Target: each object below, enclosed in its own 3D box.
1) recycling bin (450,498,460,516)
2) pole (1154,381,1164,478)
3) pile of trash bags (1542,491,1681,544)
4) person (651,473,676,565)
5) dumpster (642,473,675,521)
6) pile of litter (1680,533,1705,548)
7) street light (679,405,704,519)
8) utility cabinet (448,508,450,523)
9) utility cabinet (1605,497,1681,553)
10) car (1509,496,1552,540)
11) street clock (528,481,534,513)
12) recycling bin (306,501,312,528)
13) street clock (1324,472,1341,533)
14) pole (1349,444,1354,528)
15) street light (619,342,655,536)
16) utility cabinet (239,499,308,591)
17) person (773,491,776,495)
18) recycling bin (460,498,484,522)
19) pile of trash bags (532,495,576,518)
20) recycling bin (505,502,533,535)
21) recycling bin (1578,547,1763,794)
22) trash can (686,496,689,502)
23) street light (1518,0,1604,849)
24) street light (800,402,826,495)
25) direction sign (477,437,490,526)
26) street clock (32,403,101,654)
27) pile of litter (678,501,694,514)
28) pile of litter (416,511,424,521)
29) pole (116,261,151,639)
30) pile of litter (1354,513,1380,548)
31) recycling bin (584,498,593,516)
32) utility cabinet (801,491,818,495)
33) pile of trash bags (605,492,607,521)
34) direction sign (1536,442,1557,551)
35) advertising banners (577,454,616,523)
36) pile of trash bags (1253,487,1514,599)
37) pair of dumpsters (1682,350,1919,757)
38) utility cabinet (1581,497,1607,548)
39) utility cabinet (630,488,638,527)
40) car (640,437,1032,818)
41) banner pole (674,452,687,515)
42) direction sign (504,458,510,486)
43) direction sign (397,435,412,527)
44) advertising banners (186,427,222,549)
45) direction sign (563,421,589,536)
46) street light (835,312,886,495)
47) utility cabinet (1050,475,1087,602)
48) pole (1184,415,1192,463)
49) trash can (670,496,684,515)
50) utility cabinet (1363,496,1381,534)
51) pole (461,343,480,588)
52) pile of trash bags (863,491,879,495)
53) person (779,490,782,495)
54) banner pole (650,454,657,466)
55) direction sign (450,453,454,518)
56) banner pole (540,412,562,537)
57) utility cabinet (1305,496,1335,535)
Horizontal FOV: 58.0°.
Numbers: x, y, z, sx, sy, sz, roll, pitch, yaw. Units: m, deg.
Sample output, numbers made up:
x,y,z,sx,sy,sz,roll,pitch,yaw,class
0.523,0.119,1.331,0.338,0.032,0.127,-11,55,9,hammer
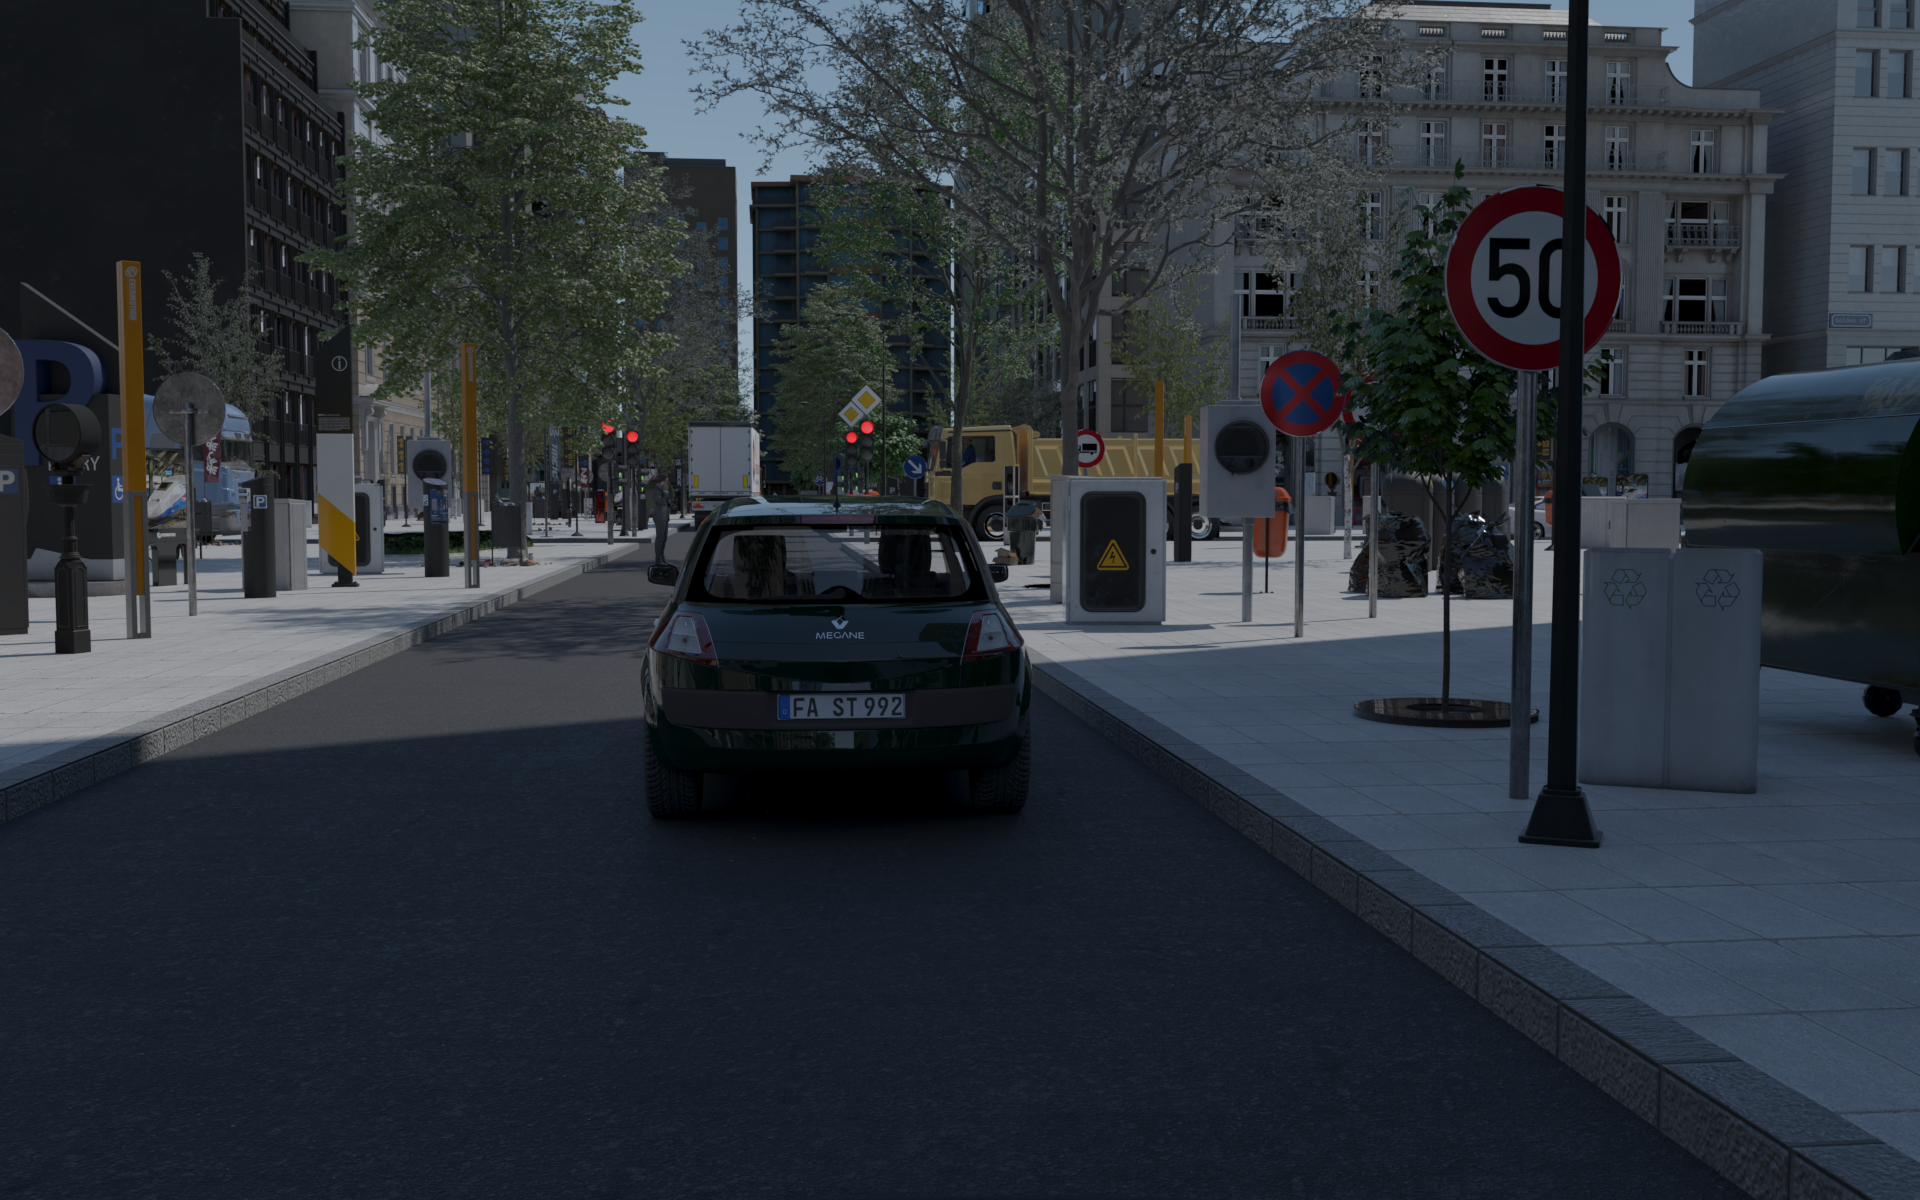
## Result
x,y,z,sx,sy,sz,roll,pitch,yaw,class
-29.509,-5.408,100.976,0.722,1.027,0.722,-2,4,-27,recycling bin
3.595,-2.291,31.302,0.158,3.312,0.155,0,3,0,pole
17.253,-2.213,45.930,3.447,1.369,1.912,1,4,15,pile of trash bags
-5.881,-1.603,34.516,0.447,1.846,0.655,0,4,5,person
-13.852,-4.694,79.242,1.502,2.255,1.985,0,4,-6,dumpster
10.138,-0.638,24.397,1.719,0.858,1.176,-1,4,-13,pile of litter
-14.027,-7.227,90.694,1.470,5.913,1.316,0,4,-6,street light
-22.908,-3.976,76.168,1.020,1.237,0.306,2,4,25,utility cabinet
8.988,-0.709,22.749,1.020,1.237,0.306,-2,4,-28,utility cabinet
17.910,-2.390,51.435,4.827,1.381,2.083,0,4,-6,car
-24.267,-5.725,98.180,0.358,2.002,0.471,1,4,18,street clock
-25.205,-3.268,65.984,0.722,1.027,0.722,3,5,41,recycling bin
12.277,-3.215,57.132,0.471,2.002,0.358,3,4,38,street clock
14.715,-4.365,65.203,0.158,3.312,0.155,0,3,0,pole
-9.664,-4.892,52.521,1.470,5.913,1.316,0,4,-6,street light
-9.219,-0.741,23.281,1.020,1.237,0.306,2,4,31,utility cabinet
-19.746,-10.668,183.714,1.217,1.735,0.721,3,4,37,person
-22.097,-4.044,78.675,0.722,1.027,0.722,1,4,12,recycling bin
-22.116,-5.007,91.618,3.447,1.369,1.912,-2,4,-26,pile of trash bags
-13.834,-2.552,54.274,0.722,1.027,0.722,-2,4,-27,recycling bin
3.206,0.289,7.822,0.722,1.027,0.722,1,4,23,recycling bin
-18.067,-6.220,113.354,0.748,1.137,0.748,0,3,0,trash can
1.696,-2.059,6.205,1.470,5.913,1.316,0,4,-6,street light
-7.370,-7.029,87.473,1.470,5.913,1.316,0,4,-6,street light
-19.147,-4.714,69.065,0.876,3.537,0.379,-3,5,-41,direction sign
-7.164,-0.573,13.931,0.471,2.002,0.358,1,4,15,street clock
-17.770,-5.996,111.995,1.176,0.858,1.719,-1,4,-9,pile of litter
-25.297,-4.225,83.048,1.719,0.858,1.176,-2,4,-31,pile of litter
-7.300,-1.312,15.301,0.158,3.312,0.155,0,3,0,pole
10.021,-1.662,41.137,1.176,0.858,1.719,0,4,-4,pile of litter
-22.072,-5.585,103.868,0.722,1.027,0.722,-3,5,-39,recycling bin
-10.879,-7.115,125.014,1.173,1.500,0.318,0,4,5,utility cabinet
-16.458,-4.438,82.316,1.912,1.369,3.447,0,4,6,pile of trash bags
13.433,-2.883,39.141,0.876,3.537,0.379,3,5,40,direction sign
-15.819,-4.893,76.195,2.074,3.025,0.090,1,4,9,advertising banners
5.385,-0.763,22.227,3.447,1.369,1.912,1,4,16,pile of trash bags
5.150,-0.327,7.838,1.574,2.255,4.437,0,4,-7,pair of dumpsters
15.128,-1.812,40.794,1.020,1.237,0.306,2,4,28,utility cabinet
-12.640,-3.609,67.679,0.318,1.500,1.173,-2,4,-25,utility cabinet
-0.677,0.041,9.121,2.009,1.686,4.222,0,4,-5,car
-16.697,-6.969,103.960,0.863,3.779,0.401,-1,4,-13,banner pole
-28.249,-7.135,108.652,0.379,3.537,0.876,2,4,34,direction sign
-21.567,-4.609,67.353,0.379,3.537,0.876,1,4,21,direction sign
-18.217,-2.724,40.719,2.074,3.025,0.090,1,4,13,advertising banners
-11.630,-3.701,52.501,0.379,3.537,0.876,3,5,43,direction sign
-2.493,-4.395,44.399,1.470,5.913,1.316,0,4,-6,street light
1.429,-0.736,20.709,0.318,1.500,1.173,1,4,23,utility cabinet
5.913,-3.130,45.016,0.158,3.312,0.155,0,3,0,pole
-17.876,-5.880,107.798,0.748,1.137,0.748,0,3,0,trash can
13.285,-2.720,55.627,0.306,1.237,1.020,3,4,38,utility cabinet
-6.655,-1.816,23.536,0.158,3.312,0.155,0,3,0,pole
-1.653,-2.749,54.702,3.447,1.369,1.912,-3,5,-39,pile of trash bags
-16.810,-9.449,163.008,0.705,1.821,1.348,0,4,-7,person
-19.200,-7.256,108.644,0.863,3.779,0.401,2,4,34,banner pole
-26.995,-6.085,91.485,0.876,3.537,0.379,3,5,41,direction sign
-12.072,-3.739,51.149,0.863,3.779,0.401,2,4,32,banner pole
11.326,-2.665,54.742,1.020,1.237,0.306,3,5,43,utility cabinet
